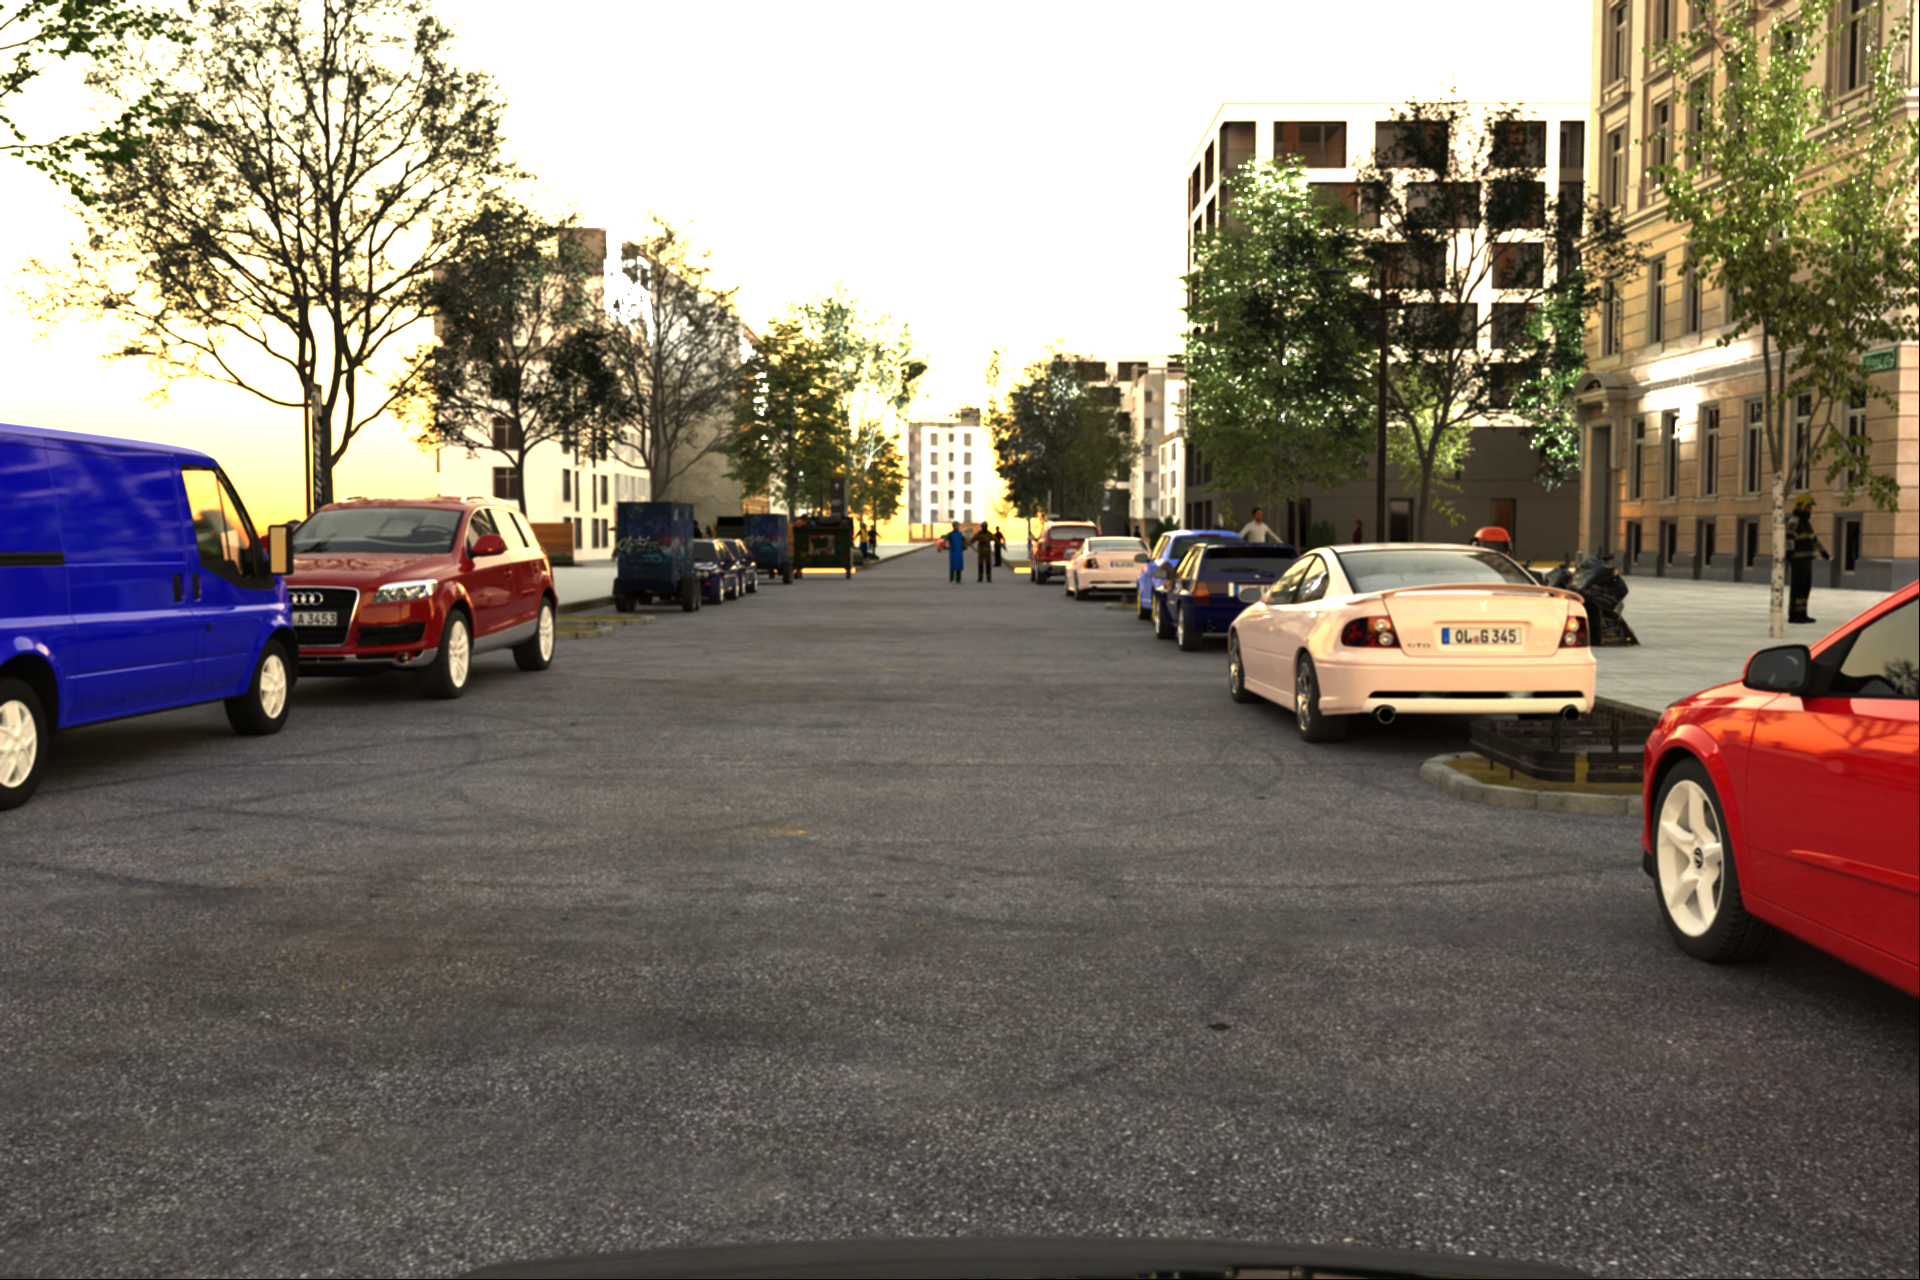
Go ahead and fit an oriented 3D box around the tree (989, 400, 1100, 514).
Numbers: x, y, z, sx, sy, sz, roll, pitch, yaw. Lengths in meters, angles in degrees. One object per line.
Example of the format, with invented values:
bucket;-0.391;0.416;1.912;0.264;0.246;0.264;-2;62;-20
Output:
tree;6.284;-11.381;120.495;7.601;10.594;8.767;2;4;34

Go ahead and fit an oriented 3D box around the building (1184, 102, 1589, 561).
building;26.480;-15.570;98.541;27.936;21.610;32.646;0;4;0

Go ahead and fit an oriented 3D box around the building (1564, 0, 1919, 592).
building;26.749;-15.976;47.119;13.634;28.700;20.117;0;4;0

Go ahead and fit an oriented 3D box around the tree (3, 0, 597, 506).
tree;-12.094;-7.502;33.027;12.009;13.543;11.850;0;3;0

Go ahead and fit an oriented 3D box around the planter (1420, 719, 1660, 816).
planter;3.698;0.694;9.800;1.991;0.319;1.994;0;3;0

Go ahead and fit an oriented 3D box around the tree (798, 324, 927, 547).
tree;-8.874;-18.174;153.030;12.611;20.169;13.585;0;3;0

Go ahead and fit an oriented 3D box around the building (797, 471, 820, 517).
building;-22.798;-17.523;228.652;9.099;9.664;28.070;0;4;1

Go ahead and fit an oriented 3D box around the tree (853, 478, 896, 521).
tree;-12.880;-20.007;261.531;7.601;10.594;8.767;1;4;9

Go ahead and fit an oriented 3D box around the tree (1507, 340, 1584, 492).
tree;28.953;-8.708;76.791;8.767;10.594;7.601;-1;4;-21

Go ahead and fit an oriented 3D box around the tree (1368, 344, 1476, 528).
tree;17.436;-7.020;65.141;4.737;8.622;4.395;0;3;0

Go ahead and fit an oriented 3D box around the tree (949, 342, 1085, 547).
tree;5.751;-19.288;171.246;12.611;20.169;13.585;0;3;0

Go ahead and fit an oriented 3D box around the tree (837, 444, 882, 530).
tree;-8.661;-11.564;139.434;4.737;8.622;4.395;0;3;0

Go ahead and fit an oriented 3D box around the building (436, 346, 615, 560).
building;-22.694;-9.134;91.484;9.099;9.664;28.070;0;3;0

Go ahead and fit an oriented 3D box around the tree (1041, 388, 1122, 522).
tree;6.501;-8.360;87.043;4.360;8.622;3.978;0;3;0

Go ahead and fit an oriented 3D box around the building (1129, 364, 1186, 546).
building;24.126;-20.570;192.738;16.016;20.090;11.380;0;4;1

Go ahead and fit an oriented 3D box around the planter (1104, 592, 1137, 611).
planter;3.764;-0.731;33.085;1.991;0.319;1.994;0;4;1

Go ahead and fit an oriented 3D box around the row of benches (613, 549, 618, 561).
row of benches;-15.610;-4.186;83.901;1.422;0.672;4.104;1;4;18

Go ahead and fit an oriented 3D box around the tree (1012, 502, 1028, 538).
tree;9.988;-19.043;261.715;4.737;8.622;4.395;0;3;0

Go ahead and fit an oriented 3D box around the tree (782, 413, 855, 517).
tree;-8.449;-9.166;100.221;4.737;8.622;4.395;0;3;0

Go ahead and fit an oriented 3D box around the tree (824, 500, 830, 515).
tree;-21.010;-19.708;256.630;7.601;10.594;8.767;0;4;1

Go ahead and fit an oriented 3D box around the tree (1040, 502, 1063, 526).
tree;7.742;-12.621;156.718;4.737;8.622;4.395;0;3;0

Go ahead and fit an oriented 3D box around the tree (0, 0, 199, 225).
tree;-11.627;-5.588;17.125;9.928;11.665;9.643;0;3;0

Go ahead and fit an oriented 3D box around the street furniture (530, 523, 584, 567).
street furniture;-19.700;-3.860;69.967;9.812;1.723;11.010;-1;4;-11

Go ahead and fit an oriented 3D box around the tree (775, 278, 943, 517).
tree;-7.602;-16.536;126.253;12.611;20.169;13.585;0;3;0

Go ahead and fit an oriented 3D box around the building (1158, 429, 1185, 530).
building;21.887;-12.012;138.537;9.099;9.664;28.070;0;4;0

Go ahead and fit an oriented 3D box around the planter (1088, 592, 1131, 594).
planter;3.861;-1.318;42.695;1.991;0.319;1.994;0;4;1

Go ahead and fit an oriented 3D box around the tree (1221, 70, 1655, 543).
tree;9.593;-6.210;35.950;8.767;10.594;7.601;1;4;12

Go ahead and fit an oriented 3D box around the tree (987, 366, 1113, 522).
tree;7.019;-13.706;130.749;9.857;13.997;8.962;0;3;0

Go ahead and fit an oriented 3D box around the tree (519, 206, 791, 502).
tree;-11.303;-9.407;64.179;12.009;13.543;11.850;0;3;0

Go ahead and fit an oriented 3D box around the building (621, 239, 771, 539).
building;-25.098;-18.547;134.180;19.493;23.208;18.063;0;4;0

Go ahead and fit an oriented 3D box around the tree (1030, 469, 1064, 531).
tree;7.295;-11.588;139.830;4.737;8.622;4.395;0;3;0

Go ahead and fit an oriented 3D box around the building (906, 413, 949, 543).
building;-7.717;-24.662;262.099;11.380;20.090;16.016;0;4;-1

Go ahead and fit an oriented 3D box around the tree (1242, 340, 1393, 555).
tree;14.574;-8.526;73.818;8.767;10.594;7.601;2;4;30

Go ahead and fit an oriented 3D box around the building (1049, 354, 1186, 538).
building;24.802;-22.564;212.898;27.936;21.610;32.646;0;4;1

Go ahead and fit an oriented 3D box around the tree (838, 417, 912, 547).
tree;-8.362;-15.257;167.581;7.486;12.596;7.792;0;3;0

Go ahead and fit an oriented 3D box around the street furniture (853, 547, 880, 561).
street furniture;-8.840;-4.169;83.794;10.072;0.657;5.734;0;4;1

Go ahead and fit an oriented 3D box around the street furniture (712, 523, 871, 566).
street furniture;-6.687;-3.941;71.292;11.010;1.723;9.812;0;4;-4

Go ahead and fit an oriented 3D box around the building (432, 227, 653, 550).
building;-26.485;-15.390;108.039;16.016;20.090;11.380;0;4;0

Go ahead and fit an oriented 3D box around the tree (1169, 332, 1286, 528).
tree;9.816;-6.920;63.499;4.737;8.622;4.395;0;3;0

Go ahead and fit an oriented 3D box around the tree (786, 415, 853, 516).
tree;-7.953;-9.562;106.694;4.360;8.622;3.978;0;3;0

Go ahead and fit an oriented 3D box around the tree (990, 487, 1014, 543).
tree;6.598;-18.708;256.236;4.737;8.622;4.395;0;3;0

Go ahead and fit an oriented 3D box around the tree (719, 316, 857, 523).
tree;-9.110;-10.571;90.955;7.486;12.596;7.792;0;3;0

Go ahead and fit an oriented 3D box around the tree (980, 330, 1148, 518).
tree;6.405;-11.939;105.571;12.009;13.543;11.850;0;3;0

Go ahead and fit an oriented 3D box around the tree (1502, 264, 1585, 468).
tree;24.470;-8.538;65.352;9.928;11.665;9.643;0;3;0

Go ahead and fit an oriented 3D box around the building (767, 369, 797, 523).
building;-24.818;-20.899;198.119;16.016;20.090;11.380;0;4;-1

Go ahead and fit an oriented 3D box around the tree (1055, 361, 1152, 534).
tree;5.941;-7.544;73.703;4.360;8.622;3.978;0;3;0

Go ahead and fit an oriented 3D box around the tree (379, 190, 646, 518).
tree;-12.354;-6.933;47.761;7.601;10.594;8.767;-1;4;-21

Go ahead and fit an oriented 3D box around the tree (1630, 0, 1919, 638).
tree;10.184;-4.314;20.900;4.737;8.622;4.395;0;3;0
